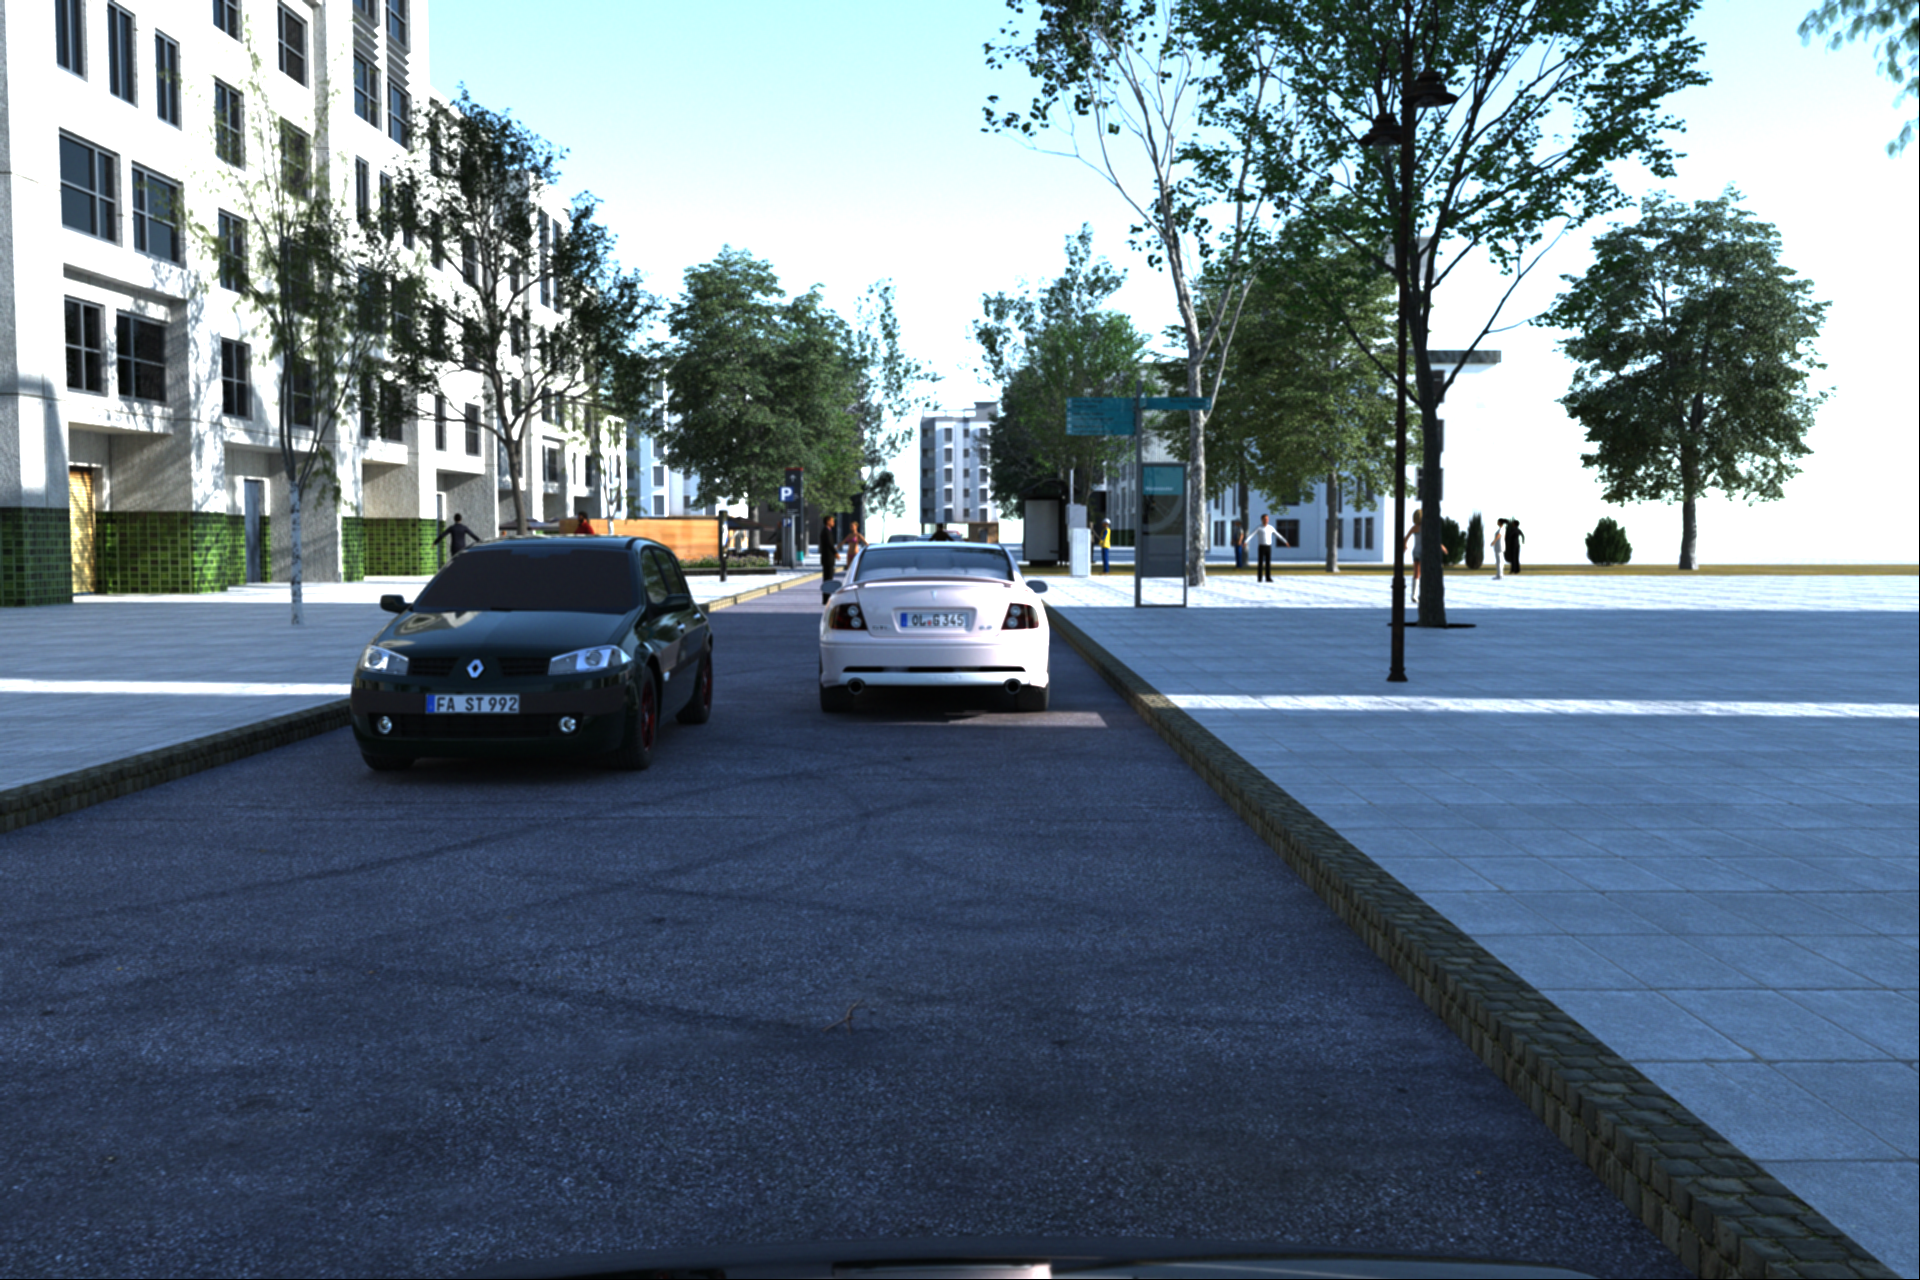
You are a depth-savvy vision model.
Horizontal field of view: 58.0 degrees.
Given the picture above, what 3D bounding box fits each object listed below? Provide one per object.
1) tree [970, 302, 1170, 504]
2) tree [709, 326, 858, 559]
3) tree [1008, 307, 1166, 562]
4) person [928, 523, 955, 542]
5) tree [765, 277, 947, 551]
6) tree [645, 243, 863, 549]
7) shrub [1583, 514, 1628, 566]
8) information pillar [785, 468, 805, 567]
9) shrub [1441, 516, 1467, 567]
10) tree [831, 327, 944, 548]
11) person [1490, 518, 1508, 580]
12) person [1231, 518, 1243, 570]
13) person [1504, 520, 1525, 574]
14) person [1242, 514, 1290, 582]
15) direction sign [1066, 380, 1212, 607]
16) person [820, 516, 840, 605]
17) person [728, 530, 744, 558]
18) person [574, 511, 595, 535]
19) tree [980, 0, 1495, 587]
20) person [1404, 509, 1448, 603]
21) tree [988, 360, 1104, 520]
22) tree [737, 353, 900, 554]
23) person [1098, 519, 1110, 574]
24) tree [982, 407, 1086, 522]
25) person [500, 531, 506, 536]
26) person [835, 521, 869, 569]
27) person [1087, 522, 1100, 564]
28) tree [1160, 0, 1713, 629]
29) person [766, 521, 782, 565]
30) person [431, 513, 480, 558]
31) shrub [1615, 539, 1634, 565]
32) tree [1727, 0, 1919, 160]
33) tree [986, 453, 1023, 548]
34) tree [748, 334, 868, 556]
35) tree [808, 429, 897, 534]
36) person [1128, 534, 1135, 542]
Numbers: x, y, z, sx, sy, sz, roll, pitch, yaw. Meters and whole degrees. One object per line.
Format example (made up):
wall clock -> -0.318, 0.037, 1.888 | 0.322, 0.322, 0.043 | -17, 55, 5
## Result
tree -> 6.065, -11.066, 91.300 | 12.009, 13.543, 11.850 | 0, 3, 0
tree -> -8.997, -9.909, 87.769 | 9.928, 11.665, 9.643 | 0, 3, 0
tree -> 5.787, -9.355, 78.715 | 9.928, 11.665, 9.643 | 0, 3, 0
person -> -0.616, -3.059, 58.609 | 1.346, 1.812, 0.704 | 2, 4, 27
tree -> -7.638, -16.599, 127.278 | 12.611, 20.169, 13.585 | 0, 3, 0
tree -> -9.087, -10.348, 75.852 | 9.857, 13.997, 8.962 | 0, 3, 0
shrub -> 25.716, -3.969, 68.938 | 1.661, 2.075, 1.752 | 0, 3, 0
information pillar -> -6.502, -4.805, 67.943 | 0.750, 3.857, 0.750 | 0, 4, 1
shrub -> 18.902, -3.847, 67.324 | 1.690, 2.028, 1.600 | 0, 3, 0
tree -> -8.166, -18.472, 157.908 | 12.611, 20.169, 13.585 | 0, 3, 0
person -> 15.094, -2.565, 48.701 | 0.721, 1.739, 1.217 | 2, 4, 29
person -> 9.815, -3.388, 61.255 | 0.705, 1.847, 1.347 | 0, 4, -3
person -> 17.884, -3.014, 56.004 | 1.216, 1.740, 0.721 | -3, 4, -36
person -> 8.161, -2.458, 46.349 | 1.344, 1.810, 0.704 | -1, 4, -12
direction sign -> 3.106, -2.500, 29.644 | 2.525, 3.948, 1.411 | 0, 4, 0
person -> -2.643, -1.615, 35.086 | 0.704, 1.802, 1.346 | -1, 4, -13
person -> -10.029, -4.398, 78.086 | 0.705, 1.806, 1.347 | 1, 4, 23
person -> -8.860, -2.111, 40.617 | 0.704, 1.816, 1.345 | -3, 5, -43
tree -> 6.016, -11.289, 40.463 | 12.611, 20.169, 13.585 | 0, 3, 0
person -> 8.663, -1.575, 32.364 | 0.721, 1.753, 1.214 | -2, 4, -24
tree -> 6.272, -13.303, 124.160 | 9.857, 13.997, 8.962 | 0, 3, 0
tree -> -9.040, -12.336, 112.062 | 12.009, 13.543, 11.850 | 0, 3, 0
person -> 4.553, -2.981, 55.197 | 0.721, 1.772, 1.216 | 1, 4, 13
tree -> 6.411, -14.428, 142.560 | 9.857, 13.997, 8.962 | 0, 3, 0
person -> -18.999, -3.865, 72.457 | 0.599, 1.433, 0.991 | -3, 4, -37
person -> -2.570, -1.947, 41.086 | 1.217, 1.733, 0.721 | 2, 4, 35
person -> 5.674, -4.229, 75.278 | 0.705, 1.813, 1.348 | -3, 4, -38
tree -> 6.403, -5.991, 23.712 | 9.928, 11.665, 9.643 | 0, 3, 0
person -> -7.399, -3.956, 70.946 | 1.348, 1.796, 0.705 | 3, 5, 40
person -> -13.158, -2.408, 45.413 | 1.345, 1.823, 0.704 | -1, 4, -18
shrub -> 27.786, -3.773, 72.810 | 1.383, 1.207, 1.383 | 0, 3, 0
tree -> 6.344, -3.655, 10.128 | 4.360, 8.622, 3.978 | 0, 3, 0
tree -> 5.892, -13.989, 154.473 | 9.928, 11.665, 9.643 | 0, 3, 0
tree -> -9.275, -11.063, 99.001 | 7.486, 12.596, 7.792 | 0, 3, 0
tree -> -8.782, -12.717, 142.342 | 8.767, 10.594, 7.601 | 2, 4, 28
person -> 8.841, -4.797, 84.621 | 1.347, 1.806, 0.705 | -2, 4, -29
